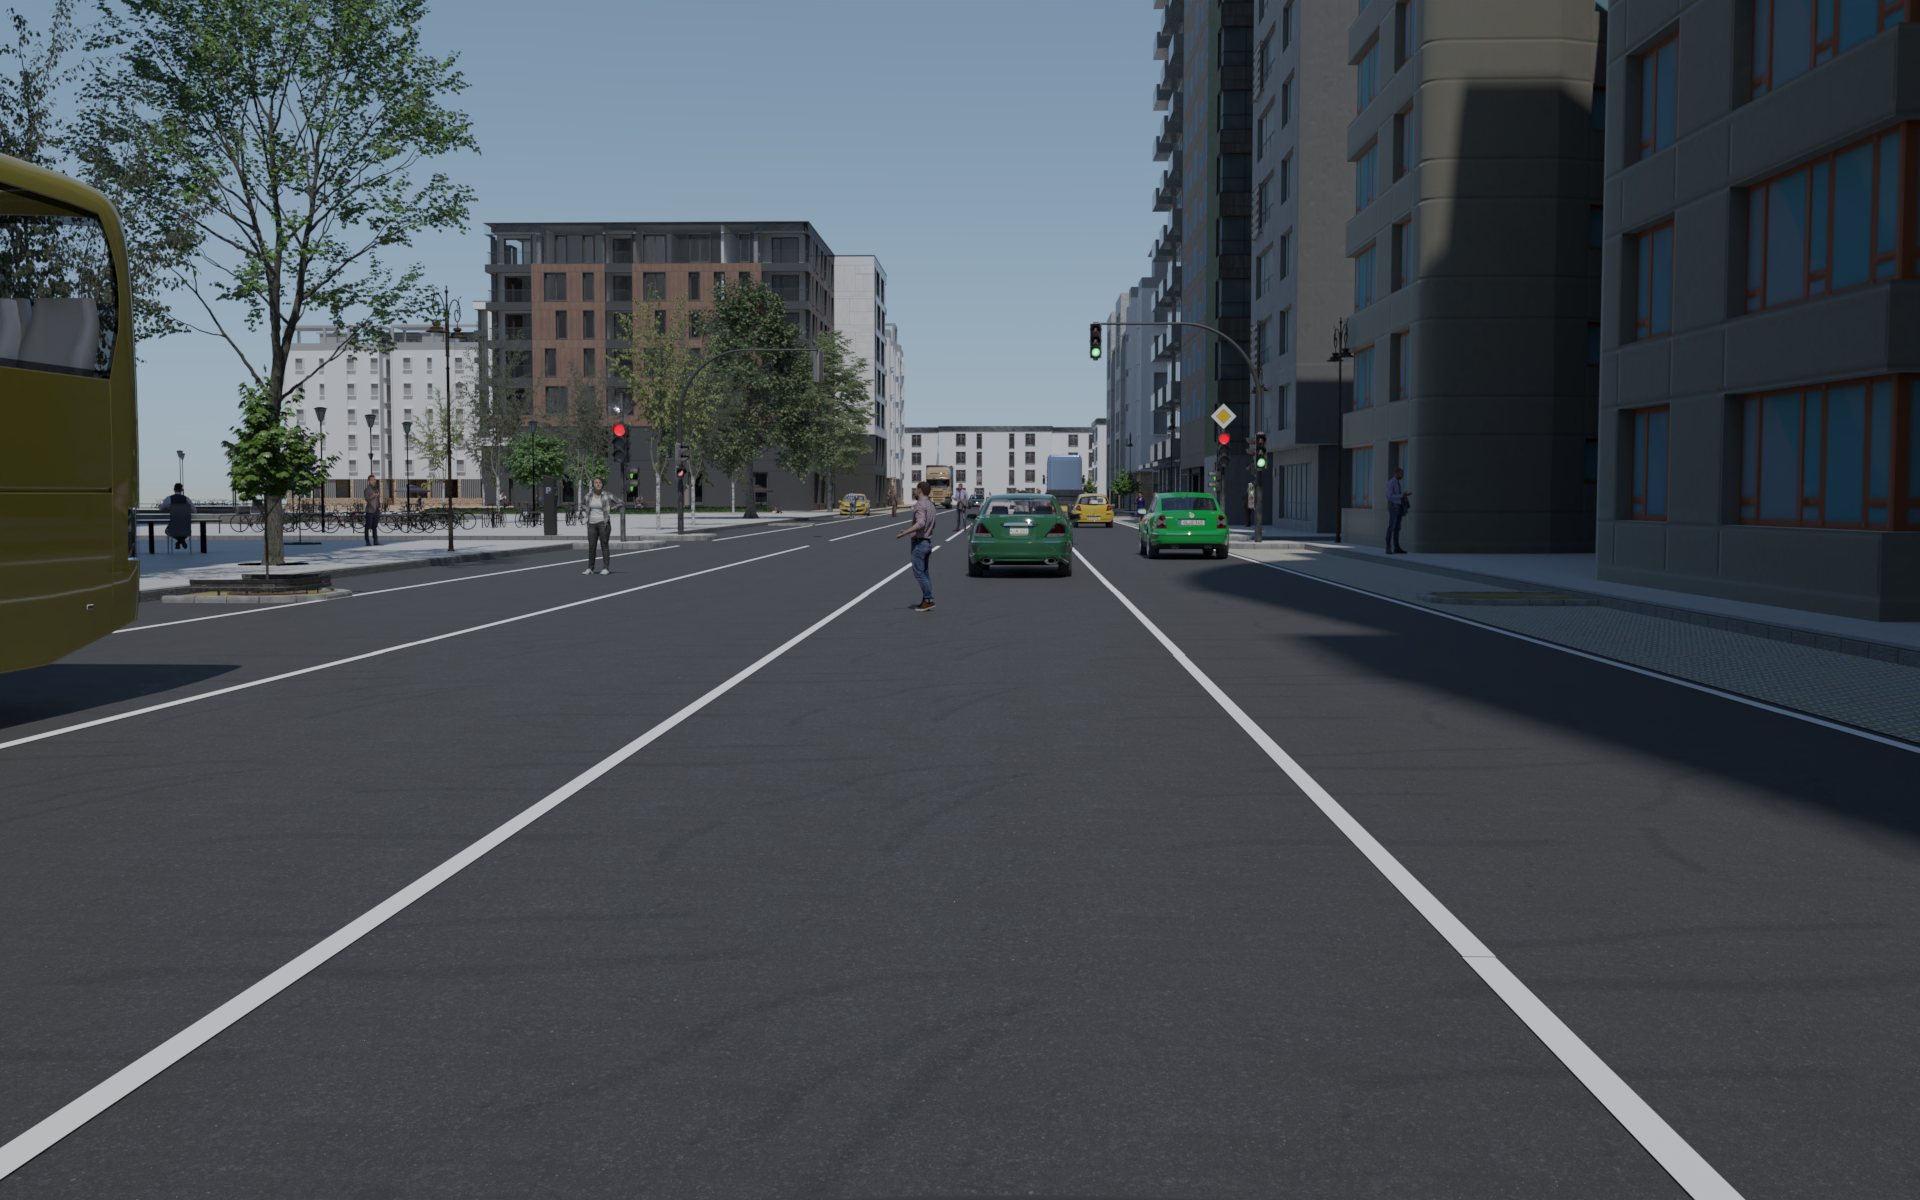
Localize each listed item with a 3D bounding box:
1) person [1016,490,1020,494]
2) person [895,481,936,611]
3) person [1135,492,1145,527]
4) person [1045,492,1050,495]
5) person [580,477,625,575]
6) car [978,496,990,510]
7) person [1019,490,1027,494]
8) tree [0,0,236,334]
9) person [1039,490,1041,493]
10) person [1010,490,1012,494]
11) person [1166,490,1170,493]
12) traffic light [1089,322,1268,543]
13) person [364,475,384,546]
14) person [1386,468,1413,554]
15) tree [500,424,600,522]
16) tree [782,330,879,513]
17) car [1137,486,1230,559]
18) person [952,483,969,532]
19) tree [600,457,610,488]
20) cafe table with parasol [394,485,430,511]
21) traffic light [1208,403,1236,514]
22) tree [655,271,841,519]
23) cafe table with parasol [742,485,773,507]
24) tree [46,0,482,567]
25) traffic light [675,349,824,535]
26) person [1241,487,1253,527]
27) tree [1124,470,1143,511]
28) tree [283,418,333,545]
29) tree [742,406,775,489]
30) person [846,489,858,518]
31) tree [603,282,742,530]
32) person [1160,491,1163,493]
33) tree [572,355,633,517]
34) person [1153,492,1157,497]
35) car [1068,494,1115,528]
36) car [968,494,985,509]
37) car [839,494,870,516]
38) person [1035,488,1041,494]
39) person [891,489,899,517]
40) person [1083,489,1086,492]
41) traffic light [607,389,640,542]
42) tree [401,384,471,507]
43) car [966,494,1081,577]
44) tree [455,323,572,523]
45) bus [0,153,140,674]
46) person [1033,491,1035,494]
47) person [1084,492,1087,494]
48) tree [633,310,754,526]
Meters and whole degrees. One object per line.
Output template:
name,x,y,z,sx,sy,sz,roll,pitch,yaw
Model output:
person,3.785,-6.245,111.419,0.431,1.722,0.655,1,4,16
person,-0.482,-0.663,21.302,0.435,1.587,0.963,1,4,12
person,7.890,-3.966,75.717,0.453,1.535,0.546,0,4,-5
person,3.483,-3.612,70.032,0.523,1.526,0.387,2,4,30
person,-6.401,-1.317,30.751,0.841,1.734,0.376,1,4,17
car,1.904,-4.427,84.744,2.083,1.381,4.827,0,4,2
person,1.435,-1.755,39.661,0.387,1.526,0.523,-1,4,-15
tree,-12.794,-4.525,24.347,4.360,8.622,3.978,0,3,0
person,7.202,-9.010,155.842,0.705,1.821,1.348,-1,4,-9
person,5.611,-10.981,187.978,0.705,1.831,1.348,0,4,5
person,11.246,-5.175,93.128,0.523,1.526,0.387,2,4,24
traffic light,5.790,-4.349,45.768,4.771,5.953,1.251,0,4,2
person,-14.409,-2.215,42.790,0.750,1.759,0.617,2,4,33
person,9.392,-1.894,36.877,0.599,1.838,0.709,3,4,36
tree,-19.867,-5.952,81.027,4.285,4.588,4.351,0,3,0
tree,-9.212,-12.316,119.496,7.486,12.596,7.792,0,3,0
car,5.089,-1.888,39.673,1.959,1.807,4.718,0,4,2
person,-0.034,-3.503,65.643,0.709,1.838,0.599,2,4,32
tree,-26.595,-8.595,124.234,4.285,4.588,4.351,0,3,0
cafe table with parasol,-40.347,-7.501,127.509,2.610,1.966,2.610,1,4,8
traffic light,8.151,-3.969,53.820,0.839,4.253,0.868,0,4,2
tree,-10.969,-10.544,89.399,9.611,12.733,9.660,0,3,0
cafe table with parasol,-14.998,-7.553,128.352,2.610,1.966,2.610,-2,4,-25
tree,-12.195,-6.422,30.753,9.928,11.665,9.643,0,3,0
traffic light,-6.668,-4.873,54.333,4.771,5.953,1.251,0,4,2
person,11.227,-3.630,67.663,0.482,1.546,0.388,-3,5,-41
tree,12.986,-8.449,132.737,1.663,3.219,1.824,0,3,0
tree,-16.730,-3.029,44.131,1.663,3.219,1.824,0,3,0
tree,-13.912,-9.631,107.829,4.737,8.622,4.395,0,3,0
person,-6.478,-5.828,104.506,0.841,1.734,0.376,2,4,35
tree,-10.501,-6.791,61.391,4.737,8.622,4.395,0,3,0
person,11.667,-5.470,98.706,0.776,1.435,0.726,1,4,17
tree,-20.262,-8.626,91.390,4.360,8.622,3.978,0,3,0
person,7.891,-3.567,69.520,0.574,1.496,0.600,-2,4,-27
car,5.706,-3.949,74.788,2.015,1.641,3.980,0,4,2
car,1.631,-9.630,167.242,2.009,1.686,4.222,0,4,1
car,-6.752,-6.188,111.392,2.015,1.641,3.980,0,4,2
person,4.264,-5.187,93.864,0.990,1.755,0.434,-1,4,-16
person,-4.056,-6.066,108.224,0.434,1.755,0.990,-1,4,-21
person,10.213,-8.226,142.630,0.705,1.869,1.348,-1,4,-10
traffic light,-9.029,-3.515,46.388,0.839,4.253,0.868,0,4,2
tree,-34.671,-10.098,115.468,4.737,8.622,4.395,0,3,0
car,1.136,-1.208,31.546,2.131,1.459,4.920,0,4,3
tree,-19.973,-7.654,75.504,4.360,8.622,3.978,0,3,0
bus,-7.168,-0.887,6.051,2.896,3.916,12.252,0,4,2
person,8.776,-12.052,205.632,0.705,1.814,1.350,-2,4,-26
person,6.731,-4.939,91.454,0.471,1.553,0.569,-3,4,-38
tree,-10.618,-7.334,70.274,4.360,8.622,3.978,0,3,0
